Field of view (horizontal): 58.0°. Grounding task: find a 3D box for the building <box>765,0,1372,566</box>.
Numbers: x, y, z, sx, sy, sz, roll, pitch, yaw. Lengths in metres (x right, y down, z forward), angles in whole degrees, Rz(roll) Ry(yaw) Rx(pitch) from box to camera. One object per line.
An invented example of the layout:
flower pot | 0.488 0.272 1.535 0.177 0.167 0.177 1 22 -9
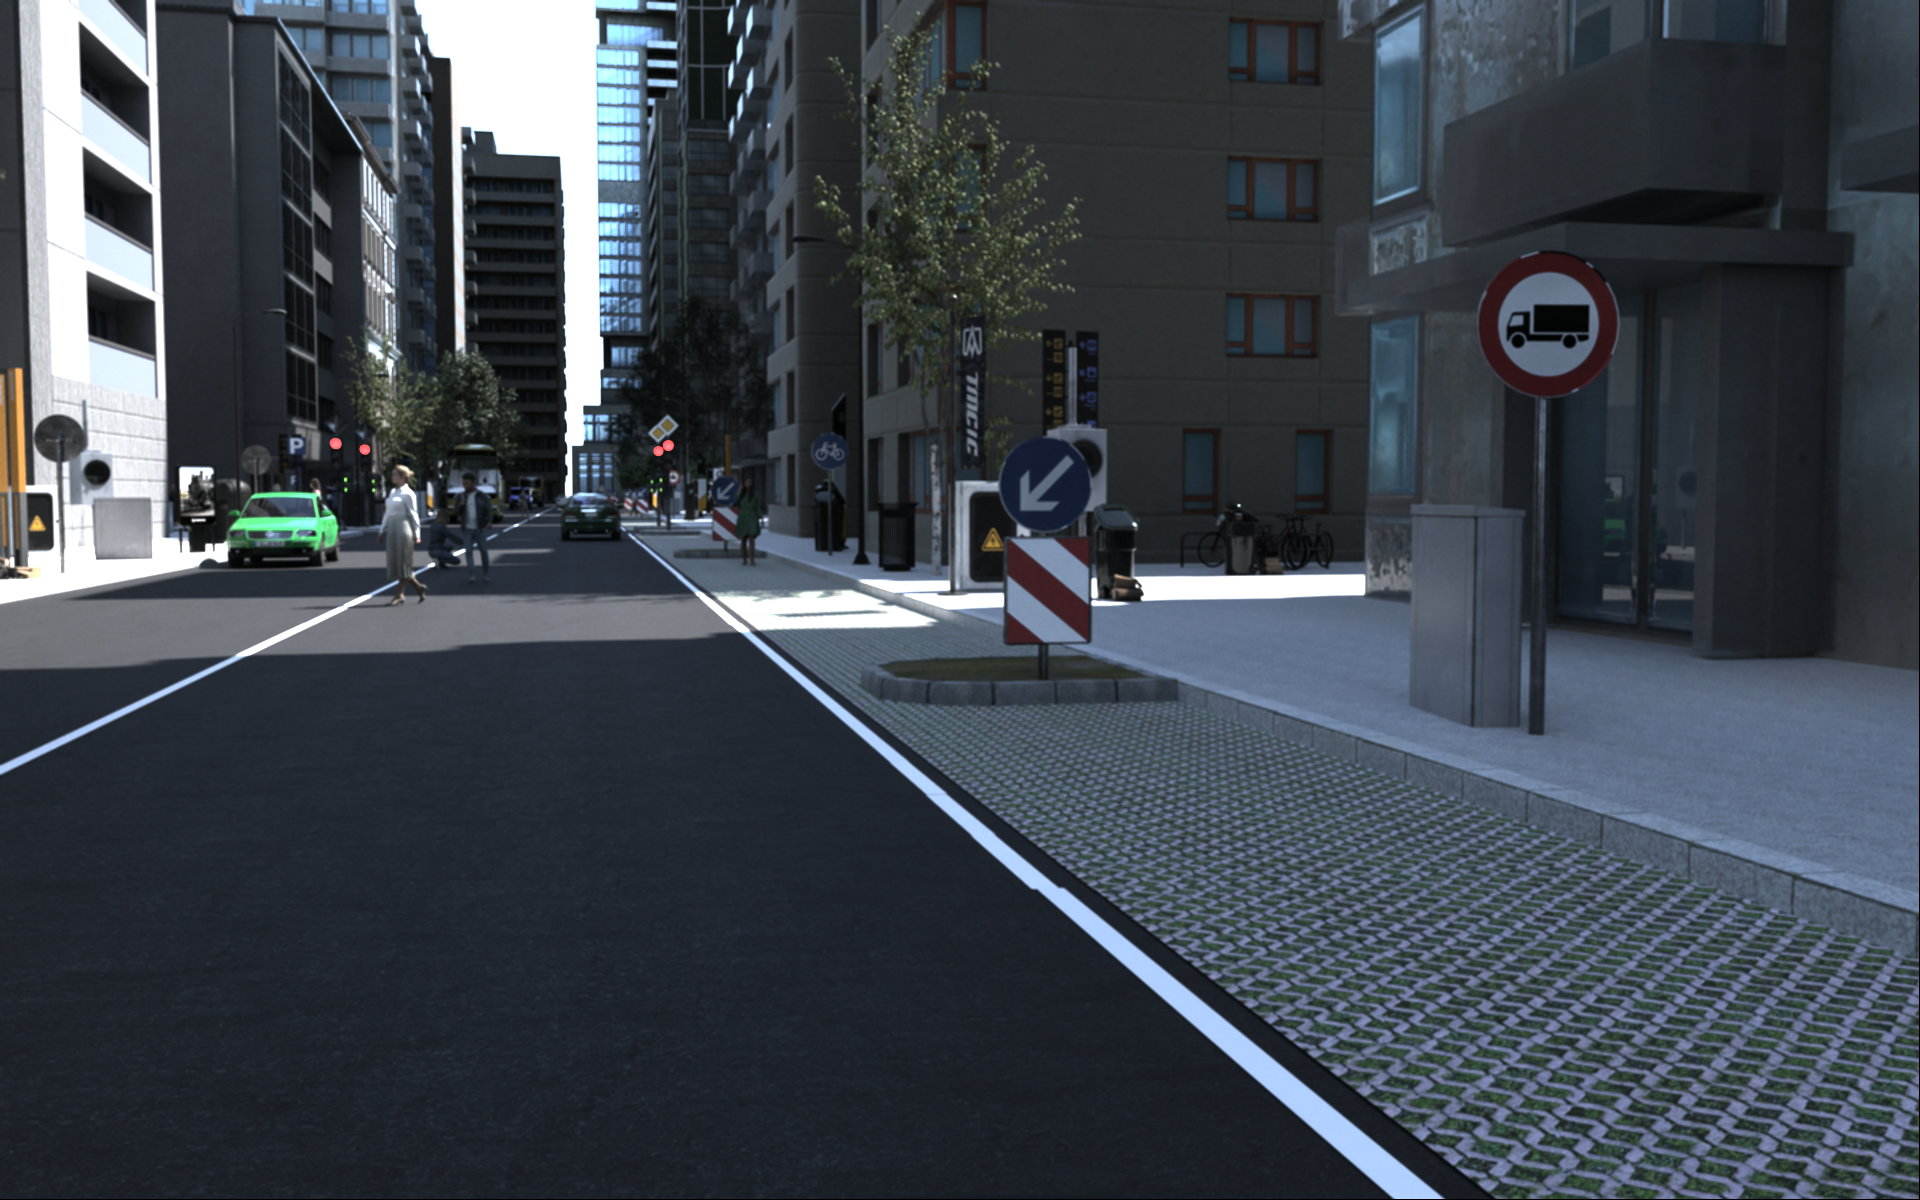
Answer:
building | 10.040 -12.373 47.344 27.650 21.520 28.899 -1 4 -12

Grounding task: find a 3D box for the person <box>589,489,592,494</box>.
person | -29.682 -8.016 139.576 0.388 1.821 0.555 0 4 -4

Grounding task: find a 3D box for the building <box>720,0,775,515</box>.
building | -2.695 -29.928 108.924 23.786 49.044 30.456 -1 4 -12

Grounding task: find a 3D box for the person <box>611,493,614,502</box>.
person | -27.148 -7.594 135.257 0.503 1.515 0.523 2 4 32

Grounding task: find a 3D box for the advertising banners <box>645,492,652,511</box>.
advertising banners | -24.112 -8.481 134.849 0.090 3.025 2.074 -2 4 -34

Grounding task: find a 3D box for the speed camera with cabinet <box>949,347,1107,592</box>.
speed camera with cabinet | 0.905 -1.758 23.085 2.038 3.252 0.660 -1 4 -15

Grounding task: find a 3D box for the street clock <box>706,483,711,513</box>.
street clock | -17.039 -6.884 117.130 0.358 2.002 0.471 3 5 45

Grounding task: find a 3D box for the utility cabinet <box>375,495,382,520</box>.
utility cabinet | -28.464 -4.557 85.675 1.020 1.237 0.306 -2 4 -34

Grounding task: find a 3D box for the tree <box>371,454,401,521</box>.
tree | -27.287 -5.375 82.486 1.663 3.219 1.824 0 3 0

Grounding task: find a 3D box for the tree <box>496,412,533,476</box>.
tree | -56.914 -17.712 215.353 9.928 11.665 9.643 0 3 0

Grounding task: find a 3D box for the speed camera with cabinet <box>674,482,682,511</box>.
speed camera with cabinet | -21.389 -8.381 131.363 0.660 3.252 2.038 0 4 -7

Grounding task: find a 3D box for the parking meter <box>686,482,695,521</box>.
parking meter | -12.965 -4.743 83.264 0.399 1.863 0.255 -2 4 -23

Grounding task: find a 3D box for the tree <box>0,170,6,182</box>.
tree | -13.153 -4.266 20.118 4.360 8.622 3.978 0 3 0

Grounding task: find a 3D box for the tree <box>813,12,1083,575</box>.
tree | -0.320 -4.684 26.943 4.737 8.622 4.395 0 3 0

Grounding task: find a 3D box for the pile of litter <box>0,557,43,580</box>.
pile of litter | -14.700 -0.767 26.506 1.176 0.858 1.719 -2 4 -32

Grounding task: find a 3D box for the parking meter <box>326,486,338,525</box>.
parking meter | -20.925 -3.016 57.717 0.372 1.533 0.369 0 3 0

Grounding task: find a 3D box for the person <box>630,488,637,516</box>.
person | -20.858 -6.240 110.747 0.641 1.798 0.478 3 4 36

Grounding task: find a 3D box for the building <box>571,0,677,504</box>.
building | -37.938 -56.579 237.729 31.000 86.520 22.319 -1 4 -12

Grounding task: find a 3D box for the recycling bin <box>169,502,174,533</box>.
recycling bin | -26.320 -2.707 56.806 0.722 1.027 0.722 0 4 3

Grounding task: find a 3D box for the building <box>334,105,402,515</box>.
building | -42.451 -19.012 108.110 12.463 27.353 25.104 -1 4 -12

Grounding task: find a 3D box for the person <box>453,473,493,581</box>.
person | -8.004 -1.202 28.494 0.623 1.781 0.721 -1 4 -19

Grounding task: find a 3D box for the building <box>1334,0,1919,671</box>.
building | 17.036 -23.849 9.536 23.786 49.044 30.456 -1 4 -12

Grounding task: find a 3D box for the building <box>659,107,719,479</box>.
building | -25.332 -30.835 187.741 14.154 41.232 14.086 -1 4 -12

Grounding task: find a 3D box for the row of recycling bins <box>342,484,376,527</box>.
row of recycling bins | -24.006 -3.805 69.318 1.069 1.692 3.534 -1 4 -11

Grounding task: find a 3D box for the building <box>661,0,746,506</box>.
building | -18.981 -44.731 169.603 20.563 71.187 20.611 -1 4 -12

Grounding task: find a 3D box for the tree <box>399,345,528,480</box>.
tree | -38.273 -13.247 133.598 9.611 12.733 9.660 0 3 0

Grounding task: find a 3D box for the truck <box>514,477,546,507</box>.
truck | -48.046 -12.125 194.160 3.469 3.379 9.791 -1 4 -12

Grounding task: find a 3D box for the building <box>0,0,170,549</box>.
building | -35.803 -30.547 41.445 28.212 58.520 21.231 -1 4 -12

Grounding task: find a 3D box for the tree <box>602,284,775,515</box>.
tree | -11.183 -8.761 77.649 7.601 10.594 8.767 0 4 1

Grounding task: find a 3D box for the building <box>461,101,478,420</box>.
building | -70.343 -35.174 194.709 30.456 49.044 23.786 -1 4 -12

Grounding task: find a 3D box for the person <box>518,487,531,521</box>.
person | -23.022 -5.061 91.582 0.599 1.781 0.374 1 4 21

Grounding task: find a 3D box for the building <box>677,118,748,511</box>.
building | -14.923 -22.389 137.766 14.160 30.474 14.107 -1 4 -12

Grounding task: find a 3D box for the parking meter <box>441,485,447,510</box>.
parking meter | -32.359 -6.294 108.621 0.255 1.863 0.399 1 4 14

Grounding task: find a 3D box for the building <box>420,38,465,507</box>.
building | -57.355 -32.021 173.656 14.600 45.320 14.200 -1 4 -12

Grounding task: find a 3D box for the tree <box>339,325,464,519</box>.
tree | -25.201 -7.690 76.095 4.737 8.622 4.395 0 3 0

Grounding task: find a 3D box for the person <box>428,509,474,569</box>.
person | -10.000 -1.199 33.598 0.738 1.151 1.012 -3 5 -41

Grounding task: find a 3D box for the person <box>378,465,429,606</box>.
person | -7.158 -0.832 22.334 0.641 1.798 0.478 -3 5 -43

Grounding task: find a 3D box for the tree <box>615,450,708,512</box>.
tree | -20.266 -8.136 116.734 4.285 4.588 4.351 0 3 0

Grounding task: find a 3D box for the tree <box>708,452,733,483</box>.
tree | -18.455 -8.816 127.856 4.285 4.588 4.351 0 3 0

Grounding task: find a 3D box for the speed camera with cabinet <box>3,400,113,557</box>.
speed camera with cabinet | -18.688 -2.541 35.873 0.660 3.252 2.038 3 4 38

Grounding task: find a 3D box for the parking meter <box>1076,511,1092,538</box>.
parking meter | 2.110 -1.453 29.465 0.255 1.863 0.399 0 4 4

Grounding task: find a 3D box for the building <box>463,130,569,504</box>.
building | -64.199 -37.304 233.619 21.600 48.544 21.300 -1 4 -12

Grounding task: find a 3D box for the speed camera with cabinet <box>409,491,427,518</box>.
speed camera with cabinet | -30.270 -6.140 94.723 2.038 3.252 0.660 -1 4 -9

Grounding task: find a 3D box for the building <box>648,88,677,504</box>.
building | -25.630 -35.595 205.680 21.300 48.544 21.600 -1 4 -12

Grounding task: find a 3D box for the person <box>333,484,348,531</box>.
person | -23.150 -3.404 64.252 0.767 1.812 0.694 0 4 3

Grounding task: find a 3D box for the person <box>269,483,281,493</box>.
person | -23.784 -3.152 60.226 0.537 1.800 0.526 -1 4 -15

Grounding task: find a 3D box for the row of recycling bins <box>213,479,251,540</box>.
row of recycling bins | -20.552 -2.533 48.522 1.069 1.692 3.534 -2 4 -29

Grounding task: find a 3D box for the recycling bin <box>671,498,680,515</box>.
recycling bin | -17.900 -5.826 107.806 0.722 1.027 0.722 2 4 28

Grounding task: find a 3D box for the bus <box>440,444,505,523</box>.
bus | -24.791 -5.950 88.837 2.896 3.916 12.252 -1 4 -13

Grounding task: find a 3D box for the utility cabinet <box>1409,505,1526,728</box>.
utility cabinet | 2.913 0.072 9.992 0.306 1.237 1.020 0 4 -5

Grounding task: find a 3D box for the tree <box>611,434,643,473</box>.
tree | -40.081 -15.807 208.800 4.360 8.622 3.978 0 3 0

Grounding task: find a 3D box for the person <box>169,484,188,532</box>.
person | -28.242 -3.333 63.217 1.509 1.804 0.699 0 4 -7

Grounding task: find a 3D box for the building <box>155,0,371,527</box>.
building | -36.990 -16.033 81.203 14.314 24.678 30.058 -1 4 -12

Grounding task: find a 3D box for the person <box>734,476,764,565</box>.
person | -4.231 -1.585 34.666 0.600 1.795 0.529 -1 4 -15

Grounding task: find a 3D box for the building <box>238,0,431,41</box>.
building | -57.875 -32.478 150.620 23.786 49.044 30.456 -1 4 -12

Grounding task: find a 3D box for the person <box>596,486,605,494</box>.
person | -15.659 -4.091 75.573 0.537 1.800 0.526 1 4 13

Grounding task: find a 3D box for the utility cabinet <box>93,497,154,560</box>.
utility cabinet | -16.345 -1.388 33.858 1.020 1.237 0.306 -1 4 -21

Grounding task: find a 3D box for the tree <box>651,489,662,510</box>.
tree | -24.108 -8.805 138.560 1.663 3.219 1.824 0 3 0

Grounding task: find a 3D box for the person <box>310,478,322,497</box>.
person | -16.204 -2.136 43.428 0.388 1.821 0.555 -2 4 -33
